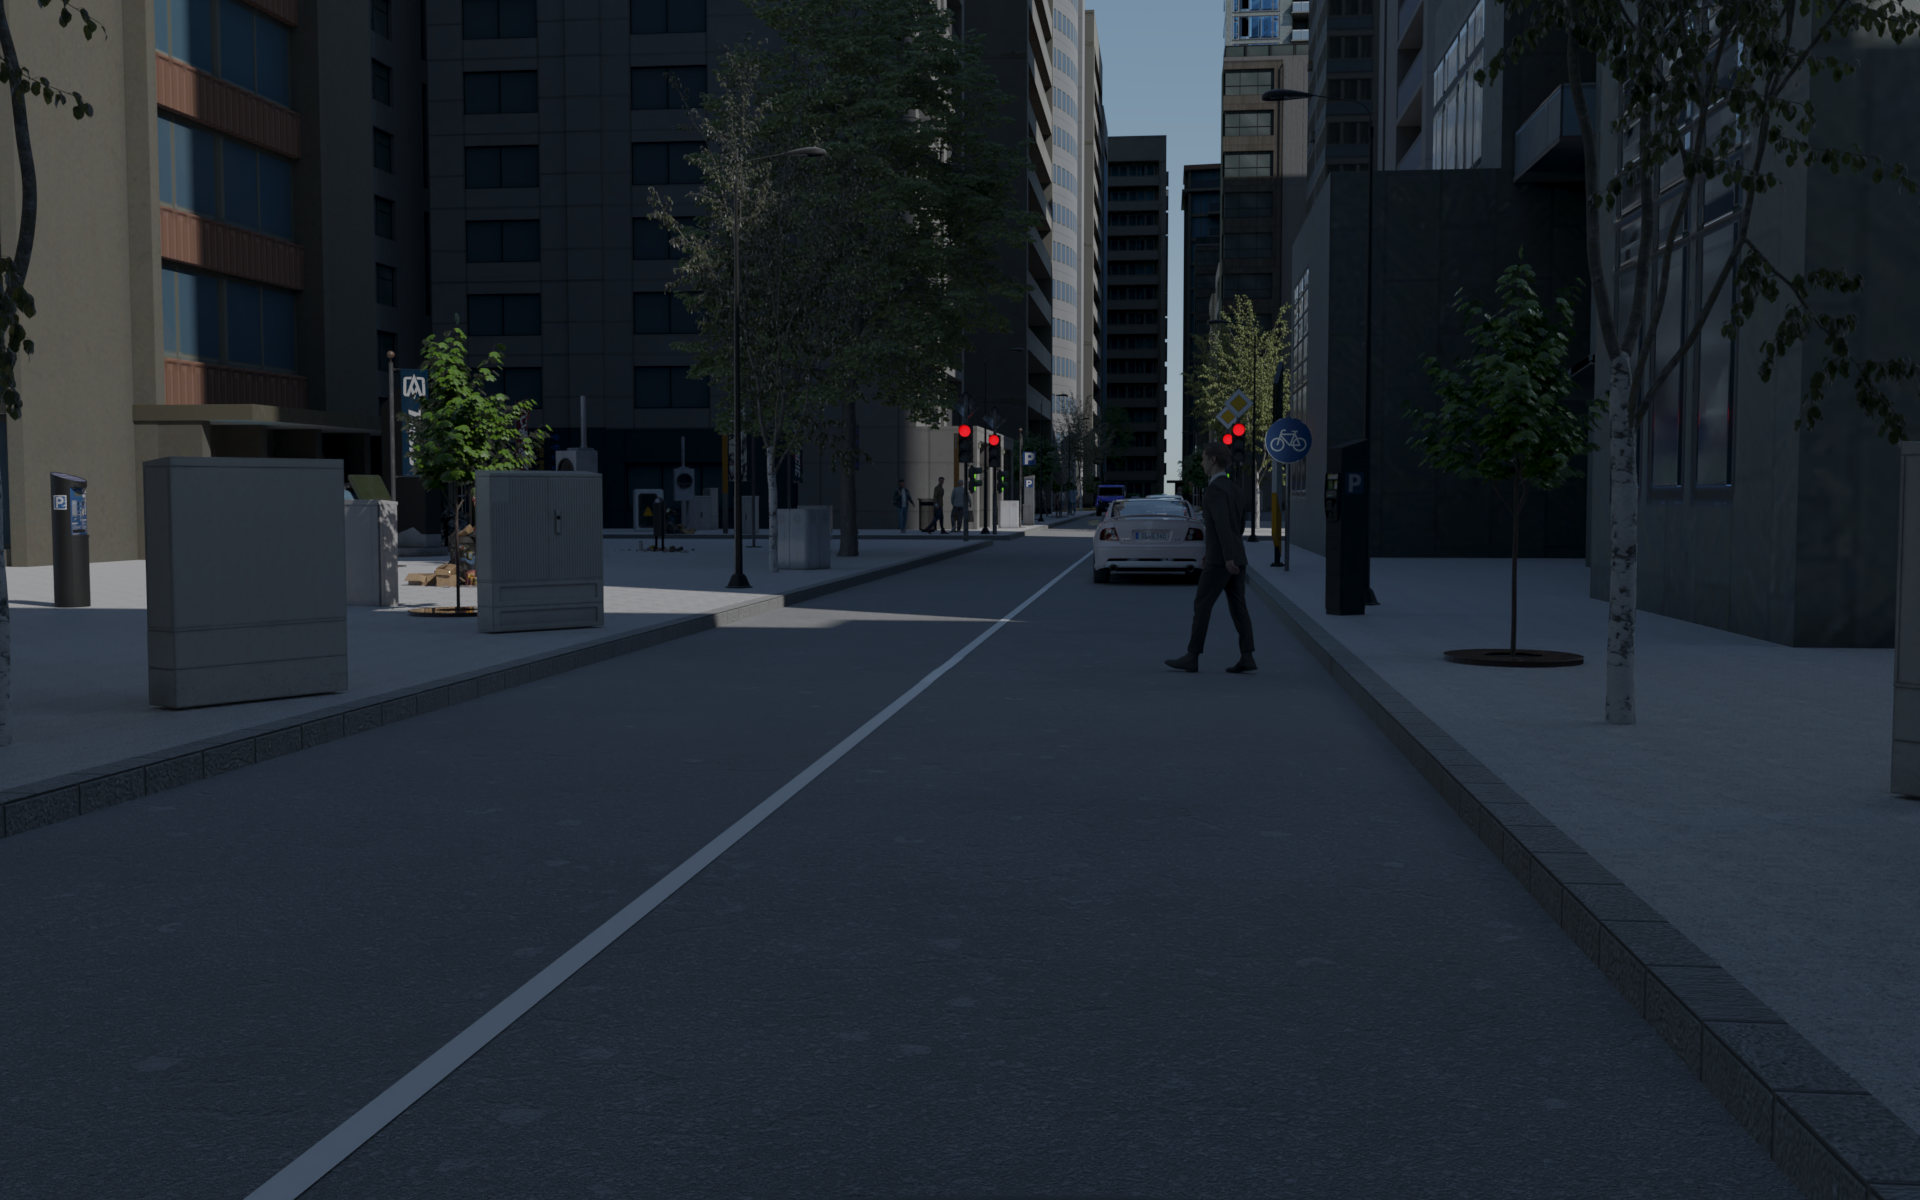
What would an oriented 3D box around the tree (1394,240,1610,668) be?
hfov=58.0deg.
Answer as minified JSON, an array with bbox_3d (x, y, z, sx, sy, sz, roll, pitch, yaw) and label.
[{"bbox_3d":[4.370,-1.142,13.269,1.663,3.219,1.824,0,3,0],"label":"tree"}]

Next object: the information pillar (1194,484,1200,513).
[{"bbox_3d":[16.442,-7.085,120.337,0.304,2.012,0.304,3,5,42],"label":"information pillar"}]

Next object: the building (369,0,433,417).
[{"bbox_3d":[-28.797,-17.934,64.917,14.107,30.474,14.160,0,4,7],"label":"building"}]

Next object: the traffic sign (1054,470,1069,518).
[{"bbox_3d":[5.368,-5.605,91.753,0.768,2.556,0.104,1,4,9],"label":"traffic sign"}]

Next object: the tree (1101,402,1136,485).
[{"bbox_3d":[15.152,-15.817,184.359,9.928,11.665,9.643,0,3,0],"label":"tree"}]

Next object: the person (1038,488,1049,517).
[{"bbox_3d":[4.724,-5.603,97.926,0.573,1.790,0.520,2,4,28],"label":"person"}]

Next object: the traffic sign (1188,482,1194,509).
[{"bbox_3d":[16.975,-7.693,125.893,0.768,2.556,0.104,1,4,13],"label":"traffic sign"}]

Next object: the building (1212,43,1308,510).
[{"bbox_3d":[24.224,-20.978,114.699,14.160,30.474,14.107,0,4,7],"label":"building"}]

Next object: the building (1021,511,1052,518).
[{"bbox_3d":[-5.857,-29.211,101.299,21.300,48.544,21.600,0,4,7],"label":"building"}]

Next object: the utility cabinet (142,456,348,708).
[{"bbox_3d":[-4.407,-0.125,10.725,0.318,1.500,1.173,2,4,35],"label":"utility cabinet"}]

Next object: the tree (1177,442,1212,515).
[{"bbox_3d":[15.087,-7.483,106.062,4.285,4.588,4.351,0,3,0],"label":"tree"}]

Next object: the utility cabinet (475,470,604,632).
[{"bbox_3d":[-3.935,-0.465,16.283,1.173,1.500,0.318,-3,5,-43],"label":"utility cabinet"}]

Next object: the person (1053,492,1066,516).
[{"bbox_3d":[5.828,-5.855,102.447,0.731,1.740,0.598,-1,4,-18],"label":"person"}]

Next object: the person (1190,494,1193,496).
[{"bbox_3d":[21.260,-9.212,157.189,0.750,1.759,0.617,-1,4,-23],"label":"person"}]

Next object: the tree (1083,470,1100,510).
[{"bbox_3d":[10.524,-8.823,138.860,1.663,3.219,1.824,0,3,0],"label":"tree"}]

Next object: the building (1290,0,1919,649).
[{"bbox_3d":[17.881,-43.636,26.113,22.319,86.520,31.000,0,4,7],"label":"building"}]

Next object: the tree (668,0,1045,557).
[{"bbox_3d":[-1.870,-7.166,35.289,7.486,12.596,7.792,0,3,0],"label":"tree"}]

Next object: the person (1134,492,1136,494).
[{"bbox_3d":[20.334,-11.723,201.088,0.541,1.710,0.530,0,4,-5],"label":"person"}]

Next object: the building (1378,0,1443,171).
[{"bbox_3d":[30.693,-31.826,62.347,28.212,58.520,21.231,0,4,7],"label":"building"}]

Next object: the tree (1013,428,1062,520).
[{"bbox_3d":[3.496,-6.278,86.353,4.285,4.588,4.351,0,3,0],"label":"tree"}]

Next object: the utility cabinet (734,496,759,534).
[{"bbox_3d":[-6.860,-2.716,55.563,0.306,1.237,1.020,-3,5,-41],"label":"utility cabinet"}]

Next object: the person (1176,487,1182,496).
[{"bbox_3d":[10.484,-4.487,82.259,0.834,1.777,0.661,0,4,1],"label":"person"}]

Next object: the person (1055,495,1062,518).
[{"bbox_3d":[5.181,-4.935,91.394,0.373,1.253,0.362,1,4,13],"label":"person"}]

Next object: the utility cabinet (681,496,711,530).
[{"bbox_3d":[-9.338,-3.064,61.265,1.020,1.237,0.306,-1,4,-11],"label":"utility cabinet"}]

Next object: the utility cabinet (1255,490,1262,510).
[{"bbox_3d":[17.128,-5.684,101.610,1.173,1.500,0.318,1,4,15],"label":"utility cabinet"}]

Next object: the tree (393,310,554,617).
[{"bbox_3d":[-5.340,-1.448,18.275,1.663,3.219,1.824,0,3,0],"label":"tree"}]

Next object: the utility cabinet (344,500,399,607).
[{"bbox_3d":[-6.948,-0.541,20.007,1.020,1.237,0.306,2,4,29],"label":"utility cabinet"}]

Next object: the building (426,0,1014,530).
[{"bbox_3d":[-8.301,-38.740,71.643,20.563,71.187,20.611,0,4,7],"label":"building"}]

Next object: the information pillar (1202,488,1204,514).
[{"bbox_3d":[15.649,-7.284,110.453,0.504,3.616,0.183,-3,4,-37],"label":"information pillar"}]

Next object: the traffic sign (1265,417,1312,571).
[{"bbox_3d":[5.447,-1.754,28.791,0.768,2.556,0.104,1,4,8],"label":"traffic sign"}]

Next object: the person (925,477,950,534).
[{"bbox_3d":[-0.701,-3.021,55.350,0.836,1.842,0.656,-1,4,-17],"label":"person"}]

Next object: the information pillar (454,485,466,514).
[{"bbox_3d":[-18.046,-3.548,62.508,0.304,2.012,0.304,0,4,5],"label":"information pillar"}]

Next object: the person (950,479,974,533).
[{"bbox_3d":[0.067,-3.124,57.601,0.782,1.767,0.515,0,4,-2],"label":"person"}]

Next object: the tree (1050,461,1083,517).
[{"bbox_3d":[5.415,-6.159,95.294,1.663,3.219,1.824,0,3,0],"label":"tree"}]

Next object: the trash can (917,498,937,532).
[{"bbox_3d":[-1.077,-2.846,58.194,0.748,1.137,0.748,0,3,0],"label":"trash can"}]

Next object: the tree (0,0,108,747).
[{"bbox_3d":[-5.079,-3.550,8.402,4.360,8.622,3.978,0,3,0],"label":"tree"}]

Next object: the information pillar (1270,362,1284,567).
[{"bbox_3d":[5.589,-2.394,30.490,0.183,3.616,0.504,1,4,22],"label":"information pillar"}]

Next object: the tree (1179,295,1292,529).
[{"bbox_3d":[10.794,-6.899,63.165,4.737,8.622,4.395,0,3,0],"label":"tree"}]

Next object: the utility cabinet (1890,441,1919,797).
[{"bbox_3d":[4.498,0.074,7.473,1.173,1.500,0.318,-2,4,-35],"label":"utility cabinet"}]

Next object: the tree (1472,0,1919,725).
[{"bbox_3d":[3.738,-3.599,9.213,4.360,8.622,3.978,0,3,0],"label":"tree"}]

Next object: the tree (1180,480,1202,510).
[{"bbox_3d":[19.051,-8.946,140.873,1.663,3.219,1.824,0,3,0],"label":"tree"}]

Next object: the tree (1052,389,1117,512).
[{"bbox_3d":[9.056,-10.774,126.521,4.360,8.622,3.978,0,3,0],"label":"tree"}]

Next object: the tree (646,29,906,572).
[{"bbox_3d":[-3.002,-4.743,27.905,4.360,8.622,3.978,0,3,0],"label":"tree"}]

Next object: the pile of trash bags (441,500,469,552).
[{"bbox_3d":[-10.721,-1.770,38.699,1.912,1.369,3.447,-2,4,-31],"label":"pile of trash bags"}]

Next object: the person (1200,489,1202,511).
[{"bbox_3d":[18.613,-7.774,133.977,1.217,1.723,0.721,1,4,17],"label":"person"}]

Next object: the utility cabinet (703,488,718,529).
[{"bbox_3d":[-9.038,-3.301,62.655,0.318,1.500,1.173,-1,4,-21],"label":"utility cabinet"}]

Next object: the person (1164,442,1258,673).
[{"bbox_3d":[2.032,-0.343,13.880,0.755,1.850,0.659,2,4,35],"label":"person"}]

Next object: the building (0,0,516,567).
[{"bbox_3d":[-27.463,-23.403,37.267,28.867,44.769,22.147,0,4,7],"label":"building"}]

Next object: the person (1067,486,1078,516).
[{"bbox_3d":[6.743,-5.950,103.593,0.793,1.790,0.793,-2,4,-35],"label":"person"}]

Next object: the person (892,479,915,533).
[{"bbox_3d":[-1.887,-3.076,56.678,0.623,1.781,0.721,-3,5,-42],"label":"person"}]
